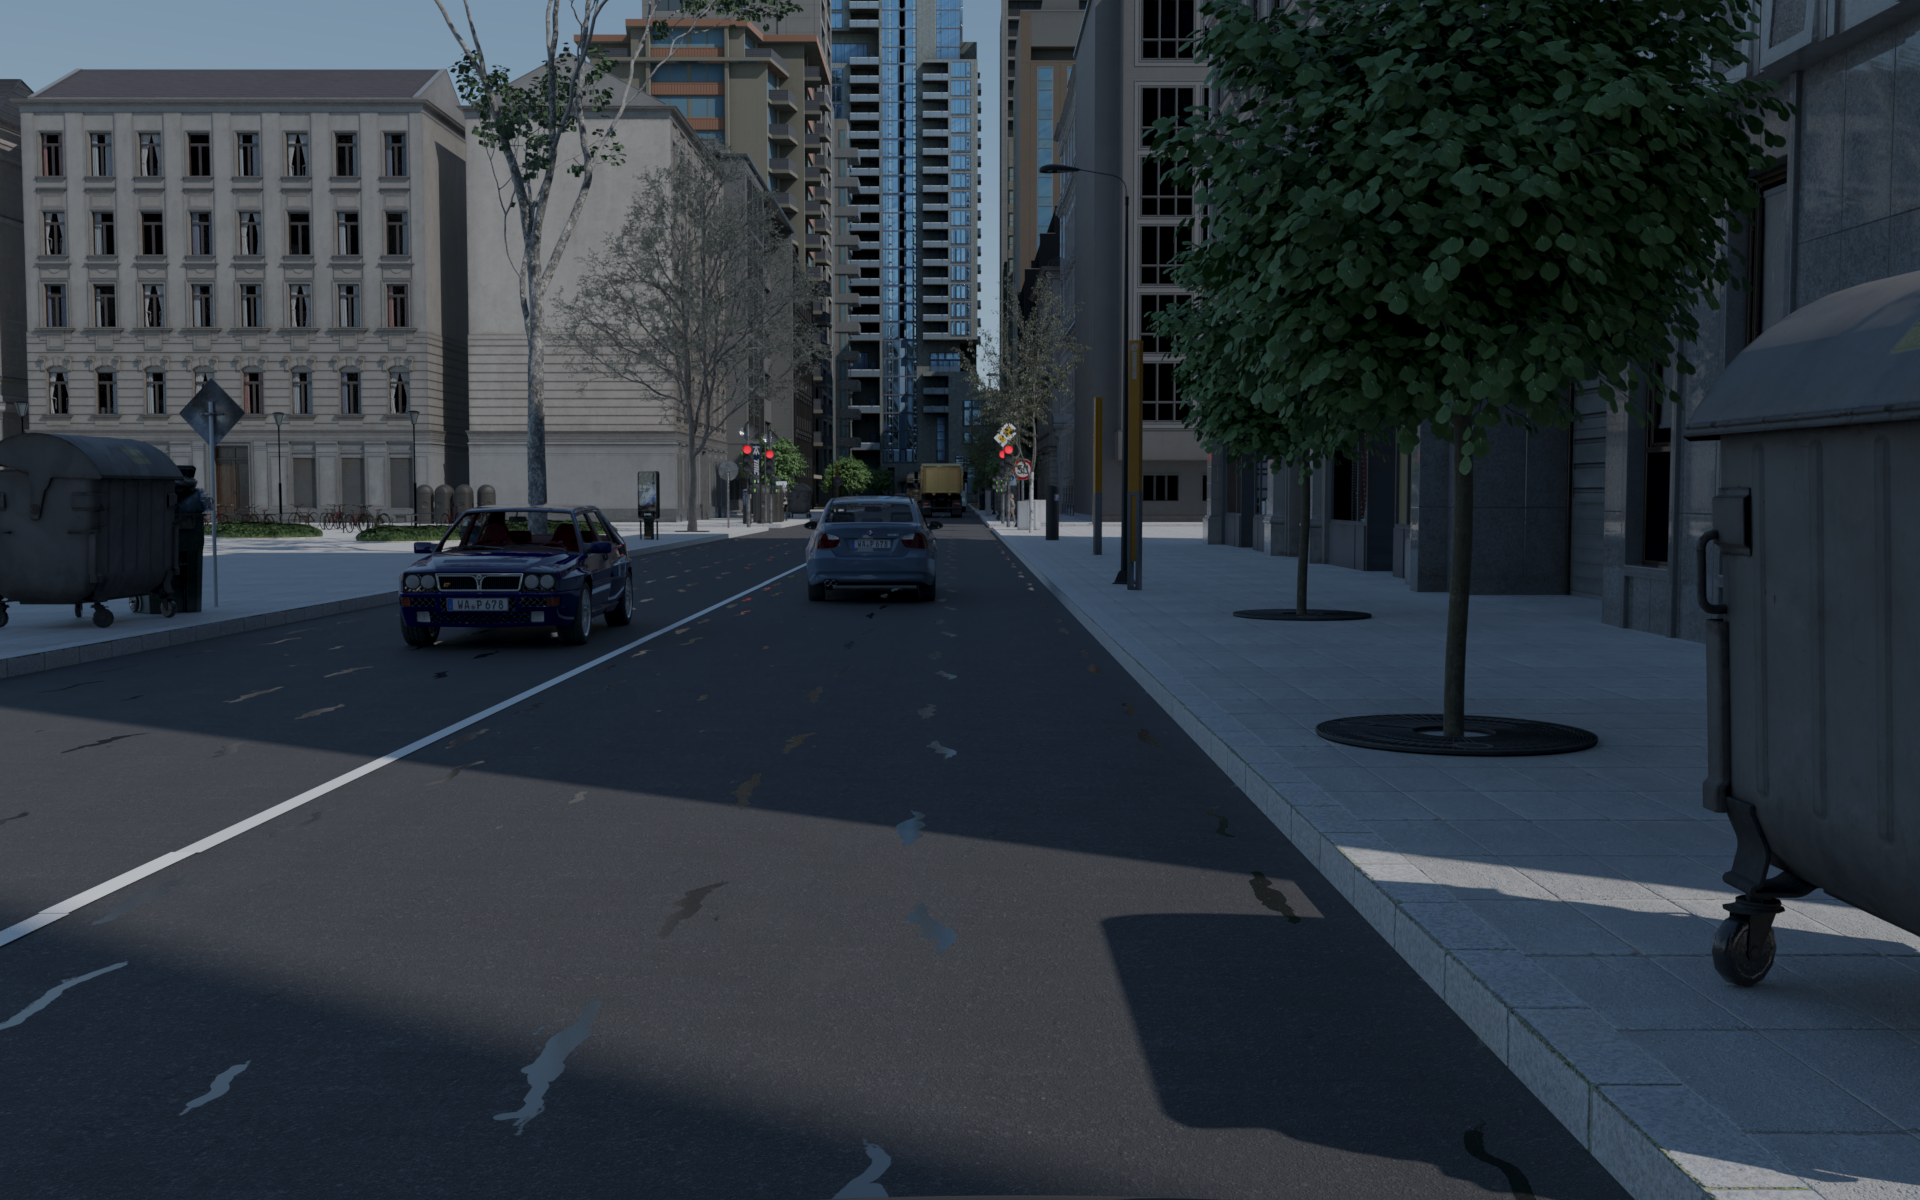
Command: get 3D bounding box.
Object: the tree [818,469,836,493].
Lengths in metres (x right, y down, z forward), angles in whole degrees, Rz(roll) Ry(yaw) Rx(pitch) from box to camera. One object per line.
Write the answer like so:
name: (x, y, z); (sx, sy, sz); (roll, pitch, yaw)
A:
tree: (-9.867, -8.516, 133.837); (1.663, 3.219, 1.824); (0, 3, 0)

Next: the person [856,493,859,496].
person: (-11.199, -10.911, 187.626); (0.799, 1.438, 0.628); (1, 4, 20)

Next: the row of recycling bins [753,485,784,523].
row of recycling bins: (-8.652, -4.375, 78.636); (1.069, 1.692, 3.534); (0, 4, 5)

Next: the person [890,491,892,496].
person: (-8.963, -13.361, 225.412); (0.530, 1.710, 0.541); (0, 4, 2)

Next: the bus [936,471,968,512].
bus: (-0.787, -8.994, 141.910); (2.948, 3.499, 13.247); (0, 4, 0)

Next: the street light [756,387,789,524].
street light: (-8.043, -6.232, 74.436); (1.470, 5.913, 1.316); (0, 3, 0)

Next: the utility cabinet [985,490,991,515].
utility cabinet: (1.676, -5.764, 102.921); (0.318, 1.500, 1.173); (0, 4, -1)

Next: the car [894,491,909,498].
car: (-6.619, -11.114, 190.745); (2.155, 1.783, 4.494); (0, 4, 0)

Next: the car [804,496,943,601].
car: (-1.232, -0.769, 24.573); (2.014, 1.417, 4.499); (0, 4, -2)

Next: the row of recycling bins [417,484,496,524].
row of recycling bins: (-21.615, -4.104, 74.217); (3.534, 1.692, 1.069); (0, 4, 4)

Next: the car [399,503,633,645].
car: (-4.444, -0.312, 17.682); (1.945, 1.354, 3.894); (0, 4, -2)

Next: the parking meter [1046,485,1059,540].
parking meter: (2.565, -2.427, 48.085); (0.372, 1.533, 0.369); (0, 3, 0)

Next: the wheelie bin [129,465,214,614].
wheelie bin: (-8.565, -0.665, 18.778); (0.980, 1.594, 0.693); (-3, 5, -45)

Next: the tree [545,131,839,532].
tree: (-8.903, -9.040, 58.172); (12.009, 13.543, 11.850); (0, 3, 0)

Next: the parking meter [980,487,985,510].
parking meter: (1.761, -7.975, 136.105); (0.255, 1.863, 0.399); (2, 4, 31)

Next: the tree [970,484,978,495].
tree: (1.915, -13.631, 217.467); (1.663, 3.219, 1.824); (0, 3, 0)

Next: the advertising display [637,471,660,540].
advertising display: (-8.759, -2.662, 48.741); (0.123, 1.923, 0.974); (-3, 5, -43)

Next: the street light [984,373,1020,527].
street light: (1.698, -5.752, 66.580); (1.470, 5.913, 1.316); (0, 3, 0)

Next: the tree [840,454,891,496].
tree: (-9.302, -10.429, 154.223); (4.285, 4.588, 4.351); (0, 3, 0)

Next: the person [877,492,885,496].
person: (-9.126, -11.887, 200.531); (1.348, 1.807, 0.705); (-3, 4, -39)

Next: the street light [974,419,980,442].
street light: (1.576, -8.275, 107.837); (1.470, 5.913, 1.316); (0, 3, 0)

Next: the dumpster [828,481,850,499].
dumpster: (-8.781, -7.529, 125.598); (1.502, 2.255, 1.985); (0, 3, 0)

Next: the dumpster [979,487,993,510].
dumpster: (2.105, -8.083, 137.909); (1.264, 1.857, 1.865); (0, 3, 0)

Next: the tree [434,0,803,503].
tree: (-7.383, -11.015, 35.980); (12.611, 20.169, 13.585); (0, 3, 0)

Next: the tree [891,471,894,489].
tree: (-8.945, -13.065, 197.326); (4.285, 4.588, 4.351); (0, 3, 0)

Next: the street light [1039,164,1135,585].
street light: (1.810, -3.181, 24.547); (1.470, 5.913, 1.316); (0, 3, 0)

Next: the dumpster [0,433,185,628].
dumpster: (-8.714, -0.701, 17.217); (1.264, 1.857, 1.865); (0, 4, 0)

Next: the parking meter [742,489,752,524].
parking meter: (-9.095, -4.010, 73.981); (0.372, 1.533, 0.369); (0, 3, 0)

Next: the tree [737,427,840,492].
tree: (-9.033, -6.170, 84.586); (4.285, 4.588, 4.351); (0, 3, 0)

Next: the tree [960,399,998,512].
tree: (2.357, -10.807, 127.048); (4.737, 8.622, 4.395); (0, 3, 0)

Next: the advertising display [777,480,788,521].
advertising display: (-8.426, -4.666, 81.501); (0.123, 1.923, 0.974); (2, 4, 28)

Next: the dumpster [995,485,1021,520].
dumpster: (2.376, -4.840, 84.890); (1.264, 1.857, 1.865); (0, 4, 0)

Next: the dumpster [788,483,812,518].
dumpster: (-8.590, -5.310, 92.585); (1.264, 1.857, 1.865); (0, 3, 0)

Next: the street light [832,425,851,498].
street light: (-8.031, -8.806, 116.512); (1.470, 5.913, 1.316); (0, 3, 0)

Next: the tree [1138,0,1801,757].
tree: (2.538, -1.545, 8.975); (4.285, 4.588, 4.351); (0, 3, 0)

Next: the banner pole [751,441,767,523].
banner pole: (-8.732, -5.240, 75.686); (0.863, 3.779, 0.401); (-1, 4, -9)

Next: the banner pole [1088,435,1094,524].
banner pole: (5.794, -5.135, 73.974); (0.401, 3.779, 0.863); (2, 4, 31)

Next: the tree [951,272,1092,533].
tree: (2.119, -6.518, 56.939); (4.360, 8.622, 3.978); (0, 3, 0)

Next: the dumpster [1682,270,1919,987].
dumpster: (2.555, 0.122, 3.770); (1.264, 1.857, 1.865); (0, 3, 0)

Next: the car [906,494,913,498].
car: (-6.716, -12.359, 211.849); (2.009, 1.686, 4.222); (0, 4, 0)
